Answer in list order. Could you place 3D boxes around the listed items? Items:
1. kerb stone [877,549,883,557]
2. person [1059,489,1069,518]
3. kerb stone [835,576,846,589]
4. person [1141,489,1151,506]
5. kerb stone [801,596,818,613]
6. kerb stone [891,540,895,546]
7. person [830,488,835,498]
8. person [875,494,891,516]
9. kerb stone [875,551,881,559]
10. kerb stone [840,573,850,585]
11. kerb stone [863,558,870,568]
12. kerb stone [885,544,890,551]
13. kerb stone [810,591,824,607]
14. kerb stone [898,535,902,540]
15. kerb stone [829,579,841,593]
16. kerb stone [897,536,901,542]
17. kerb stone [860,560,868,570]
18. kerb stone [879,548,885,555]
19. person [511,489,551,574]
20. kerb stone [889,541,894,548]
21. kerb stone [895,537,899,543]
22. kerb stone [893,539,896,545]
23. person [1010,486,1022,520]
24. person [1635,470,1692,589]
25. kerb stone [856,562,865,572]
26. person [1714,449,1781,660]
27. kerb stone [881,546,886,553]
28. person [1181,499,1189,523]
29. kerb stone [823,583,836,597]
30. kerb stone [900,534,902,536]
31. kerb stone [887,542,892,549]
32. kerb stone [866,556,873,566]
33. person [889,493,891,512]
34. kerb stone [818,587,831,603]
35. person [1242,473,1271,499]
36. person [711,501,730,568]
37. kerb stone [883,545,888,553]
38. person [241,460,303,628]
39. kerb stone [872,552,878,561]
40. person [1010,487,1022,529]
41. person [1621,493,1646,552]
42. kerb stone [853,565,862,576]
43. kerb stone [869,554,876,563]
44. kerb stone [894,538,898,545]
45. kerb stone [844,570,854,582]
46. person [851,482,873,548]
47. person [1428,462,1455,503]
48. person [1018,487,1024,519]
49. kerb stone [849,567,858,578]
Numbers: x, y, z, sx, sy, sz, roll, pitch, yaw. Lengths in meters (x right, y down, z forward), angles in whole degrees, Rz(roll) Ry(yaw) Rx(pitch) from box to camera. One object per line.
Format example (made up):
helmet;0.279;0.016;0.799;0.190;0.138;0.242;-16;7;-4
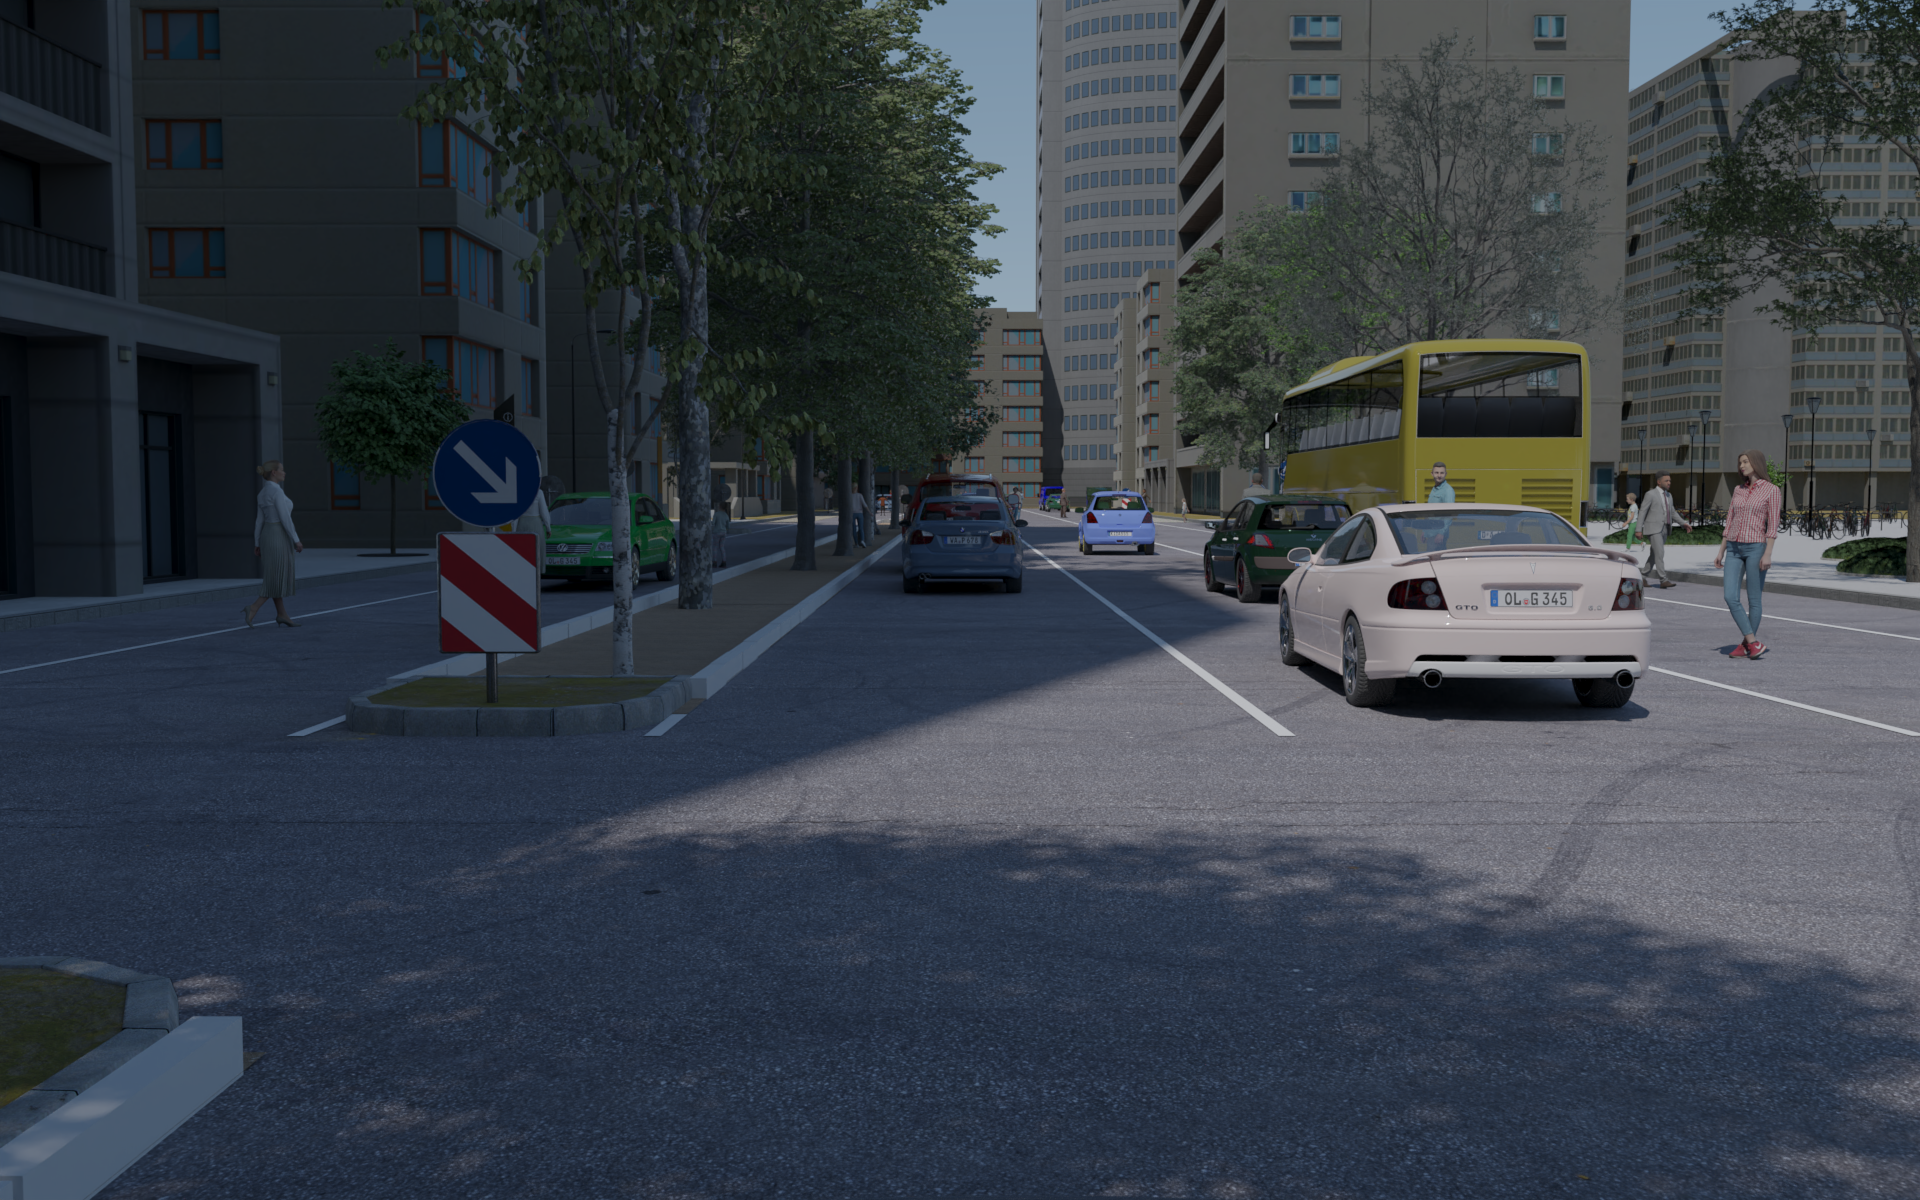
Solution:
kerb stone;-1.844;-0.977;38.168;0.120;0.150;1.000;0;3;0
person;6.317;-5.866;104.956;0.434;1.755;0.990;-2;4;-25
kerb stone;-1.839;-0.226;25.886;0.120;0.150;1.000;0;3;0
person;10.611;-5.572;100.312;0.721;1.735;1.217;-3;5;-43
kerb stone;-1.833;0.088;20.756;0.120;0.150;1.000;0;3;0
kerb stone;-1.844;-1.416;45.350;0.120;0.150;1.000;0;3;0
person;-11.299;-8.857;150.841;0.705;1.826;1.348;-2;4;-31
person;-5.115;-6.299;114.754;1.065;1.426;0.557;0;4;-2
kerb stone;-1.842;-0.908;37.143;0.120;0.150;1.000;0;3;0
kerb stone;-1.839;-0.287;26.908;0.120;0.150;1.000;0;3;0
kerb stone;-1.843;-0.664;33.051;0.120;0.150;1.000;0;3;0
kerb stone;-1.843;-1.227;42.275;0.120;0.150;1.000;0;3;0
kerb stone;-1.840;0.026;21.778;0.120;0.150;1.000;0;3;0
kerb stone;-1.854;-1.729;50.471;0.120;0.150;1.000;0;3;0
kerb stone;-1.837;-0.163;24.864;0.120;0.150;1.000;0;3;0
kerb stone;-1.848;-1.667;49.449;0.120;0.150;1.000;0;3;0
kerb stone;-1.839;-0.601;32.026;0.120;0.150;1.000;0;3;0
kerb stone;-1.842;-1.034;39.193;0.120;0.150;1.000;0;3;0
person;-5.982;-0.934;23.995;0.478;1.798;0.641;1;4;19
kerb stone;-1.844;-1.354;44.328;0.120;0.150;1.000;0;3;0
kerb stone;-1.846;-1.602;48.427;0.120;0.150;1.000;0;3;0
kerb stone;-1.847;-1.479;46.381;0.120;0.150;1.000;0;3;0
person;2.497;-4.377;80.164;0.694;1.812;0.767;1;4;19
person;10.618;-1.074;26.335;0.678;1.792;0.850;-2;4;-29
kerb stone;-1.840;-0.536;31.004;0.120;0.150;1.000;0;3;0
person;6.856;-0.404;15.118;0.388;1.821;0.555;-3;5;-41
kerb stone;-1.850;-1.102;40.220;0.120;0.150;1.000;0;3;0
person;11.219;-4.448;86.238;0.382;1.210;0.505;1;4;10
kerb stone;-1.839;-0.098;23.828;0.120;0.150;1.000;0;3;0
kerb stone;-1.848;-1.790;51.495;0.120;0.150;1.000;0;3;0
kerb stone;-1.848;-1.291;43.301;0.120;0.150;1.000;0;3;0
kerb stone;-1.838;-0.725;34.073;0.120;0.150;1.000;0;3;0
person;-5.473;-7.964;138.652;1.348;1.831;0.705;3;4;39
kerb stone;-1.836;-0.035;22.806;0.120;0.150;1.000;0;3;0
person;5.416;-1.395;31.403;0.694;1.812;0.767;0;4;8
person;-4.693;-1.279;33.695;0.394;1.301;0.425;2;4;34
kerb stone;-1.844;-1.163;41.242;0.120;0.150;1.000;0;3;0
person;-7.362;-0.597;18.482;0.641;1.798;0.478;-2;4;-35
kerb stone;-1.841;-0.850;36.120;0.120;0.150;1.000;0;3;0
person;2.205;-3.785;71.226;0.643;1.720;0.563;3;5;41
person;14.897;-1.711;38.272;0.590;1.304;0.306;0;4;-4
kerb stone;-1.832;-0.475;29.981;0.120;0.150;1.000;0;3;0
kerb stone;-1.843;-0.789;35.095;0.120;0.150;1.000;0;3;0
kerb stone;-1.845;-1.542;47.403;0.120;0.150;1.000;0;3;0
kerb stone;-1.840;-0.351;27.931;0.120;0.150;1.000;0;3;0
person;-2.641;-2.231;45.647;0.731;1.740;0.598;-1;4;-20
person;6.159;-0.835;22.016;0.748;1.841;0.638;1;4;9
person;2.839;-4.714;85.839;0.793;1.790;0.793;1;4;13
kerb stone;-1.839;-0.412;28.959;0.120;0.150;1.000;0;3;0
